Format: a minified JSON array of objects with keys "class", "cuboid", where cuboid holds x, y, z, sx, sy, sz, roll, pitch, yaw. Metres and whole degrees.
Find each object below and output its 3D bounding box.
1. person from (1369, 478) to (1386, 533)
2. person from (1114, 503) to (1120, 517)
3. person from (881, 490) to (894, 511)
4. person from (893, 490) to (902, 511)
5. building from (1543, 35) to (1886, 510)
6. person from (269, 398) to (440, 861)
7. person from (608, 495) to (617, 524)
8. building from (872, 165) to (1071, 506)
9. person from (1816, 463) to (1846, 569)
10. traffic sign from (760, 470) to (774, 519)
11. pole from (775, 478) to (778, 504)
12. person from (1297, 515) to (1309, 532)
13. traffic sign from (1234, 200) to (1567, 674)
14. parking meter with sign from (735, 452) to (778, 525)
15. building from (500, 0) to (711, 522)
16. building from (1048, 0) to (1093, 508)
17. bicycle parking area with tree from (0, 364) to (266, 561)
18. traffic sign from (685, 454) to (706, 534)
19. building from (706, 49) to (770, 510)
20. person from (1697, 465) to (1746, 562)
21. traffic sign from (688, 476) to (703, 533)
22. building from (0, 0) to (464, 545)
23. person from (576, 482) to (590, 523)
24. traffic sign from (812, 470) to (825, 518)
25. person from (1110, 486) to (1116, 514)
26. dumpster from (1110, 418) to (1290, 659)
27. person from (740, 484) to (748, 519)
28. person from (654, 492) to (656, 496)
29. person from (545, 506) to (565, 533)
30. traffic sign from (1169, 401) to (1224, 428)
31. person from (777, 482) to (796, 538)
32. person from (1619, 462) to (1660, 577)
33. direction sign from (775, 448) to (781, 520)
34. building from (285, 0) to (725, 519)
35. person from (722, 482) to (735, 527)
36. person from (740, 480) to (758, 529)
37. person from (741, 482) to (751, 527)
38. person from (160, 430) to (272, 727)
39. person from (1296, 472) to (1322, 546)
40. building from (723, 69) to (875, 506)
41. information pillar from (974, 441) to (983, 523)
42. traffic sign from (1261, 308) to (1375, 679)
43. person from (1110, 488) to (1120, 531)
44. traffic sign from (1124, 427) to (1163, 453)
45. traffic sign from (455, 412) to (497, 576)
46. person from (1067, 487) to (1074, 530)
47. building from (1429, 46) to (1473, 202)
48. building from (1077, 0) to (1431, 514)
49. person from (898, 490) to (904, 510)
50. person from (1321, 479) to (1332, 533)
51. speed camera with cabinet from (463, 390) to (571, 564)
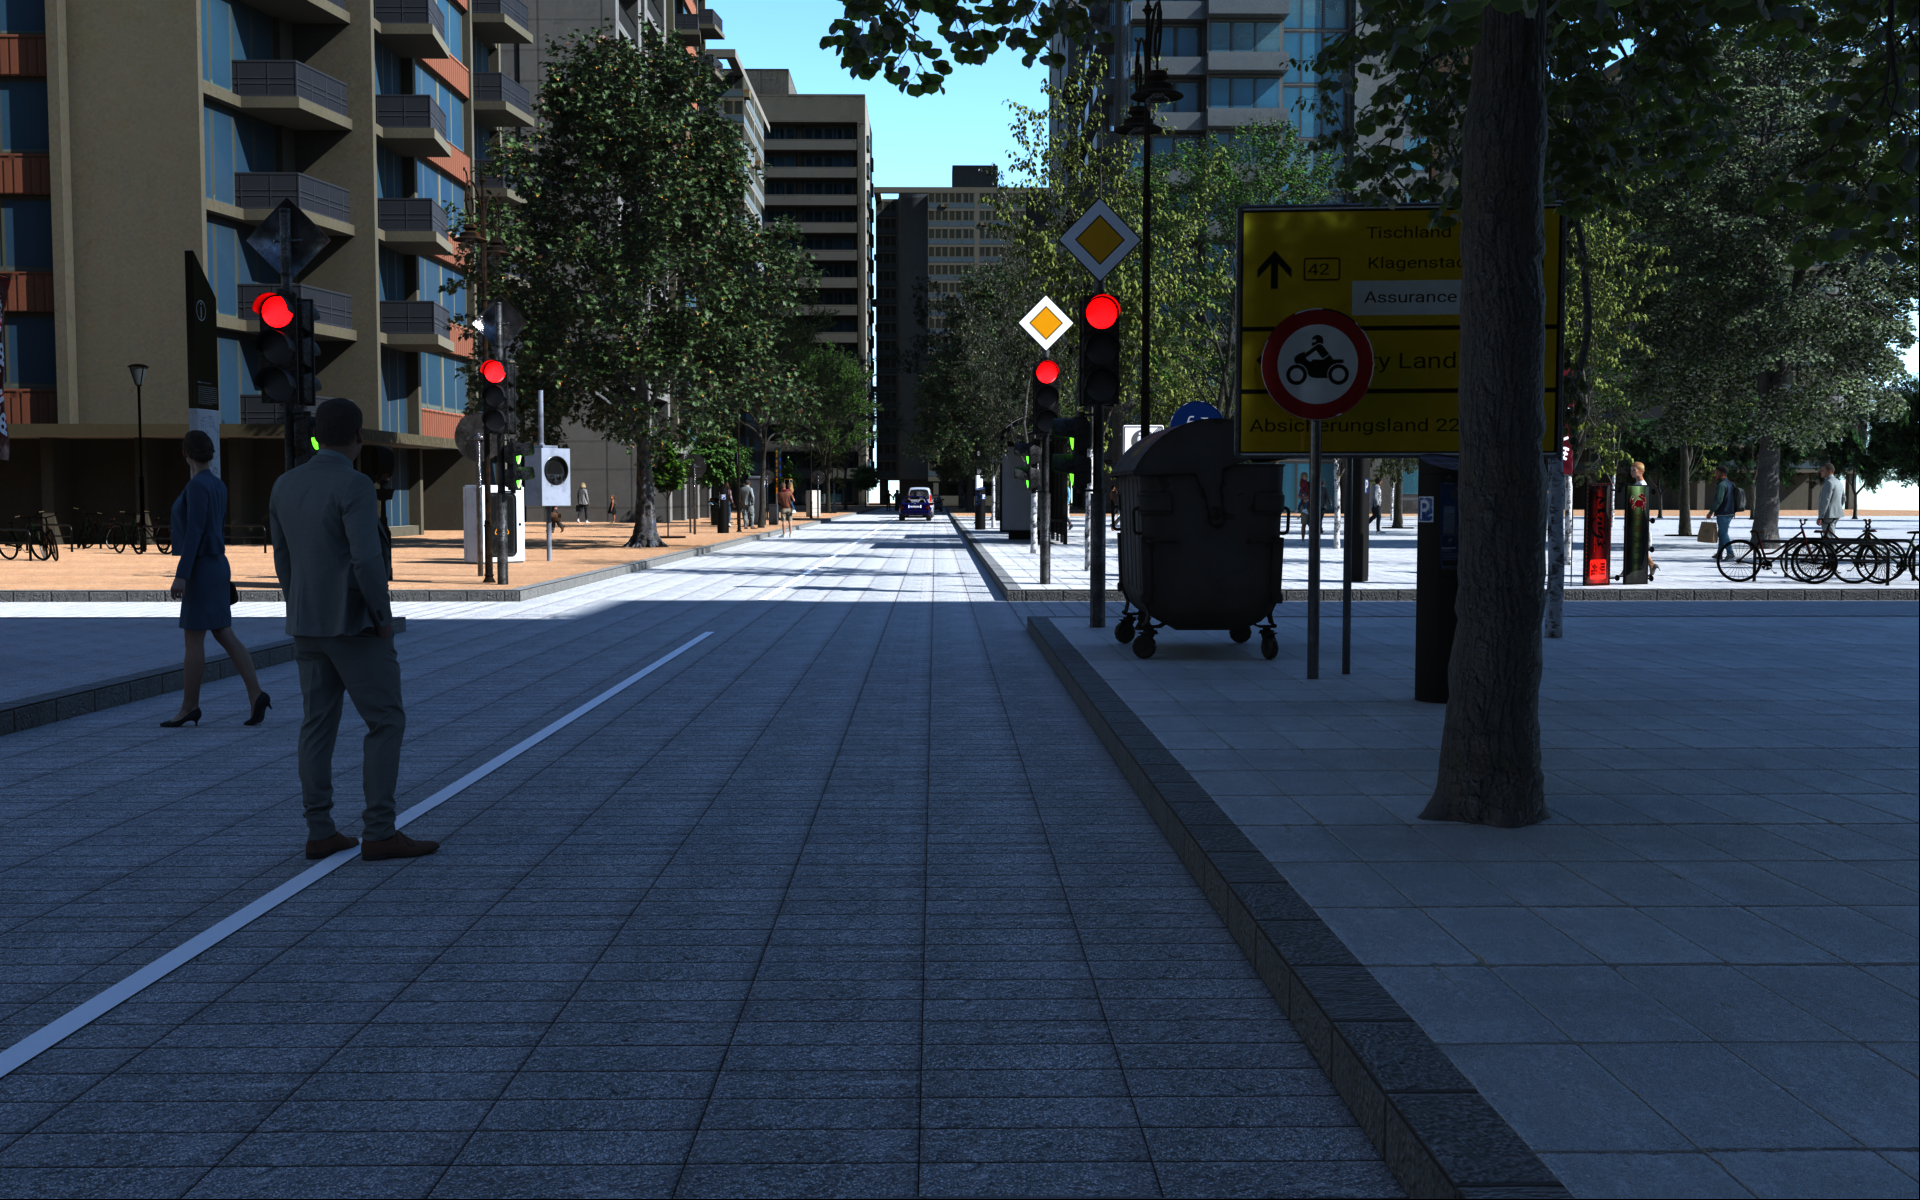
[{"class":"person","cuboid":[13.480,-3.092,56.449,0.795,1.843,0.661,0,4,6]},{"class":"person","cuboid":[8.995,-5.552,98.628,0.589,1.601,0.330,3,5,45]},{"class":"person","cuboid":[-6.032,-8.321,145.070,1.217,1.766,0.721,2,4,24]},{"class":"person","cuboid":[-5.430,-8.616,149.459,0.705,1.814,1.350,-3,4,-37]},{"class":"building","cuboid":[63.541,-28.183,152.673,23.993,40.220,32.217,0,4,-1]},{"class":"person","cuboid":[-2.442,0.108,6.837,0.635,1.810,0.391,1,4,22]},{"class":"person","cuboid":[-15.166,-3.963,75.512,0.373,1.253,0.362,0,4,-3]},{"class":"building","cuboid":[1.724,-31.532,207.427,23.993,40.220,32.217,0,4,-1]},{"class":"person","cuboid":[14.830,-1.430,29.521,0.391,1.810,0.635,3,4,38]},{"class":"traffic sign","cuboid":[-10.078,-5.525,90.431,0.768,2.556,0.104,0,4,1]},{"class":"pole","cuboid":[-10.536,-6.473,99.680,0.158,3.312,0.155,0,3,0]},{"class":"person","cuboid":[11.878,-2.872,58.499,1.012,1.151,0.738,-1,4,-15]},{"class":"traffic sign","cuboid":[3.076,-1.122,12.217,2.265,3.308,0.079,0,4,5]},{"class":"parking meter with sign","cuboid":[-8.453,-4.643,72.179,1.738,3.016,0.543,0,4,4]},{"class":"building","cuboid":[-23.666,-39.709,87.499,20.563,71.187,20.611,0,4,-1]},{"class":"building","cuboid":[22.066,-34.491,153.174,28.713,52.752,27.495,0,4,-1]},{"class":"bicycle parking area with tree","cuboid":[-19.626,-3.014,36.278,8.231,4.147,9.016,-3,5,-45]},{"class":"traffic sign","cuboid":[-8.450,-3.364,55.109,0.768,2.556,0.104,1,4,8]},{"class":"building","cuboid":[-29.154,-28.053,150.545,23.993,40.220,32.217,0,4,-1]},{"class":"person","cuboid":[14.427,-1.639,32.828,0.794,1.824,0.713,-2,4,-24]},{"class":"traffic sign","cuboid":[-8.878,-3.484,56.967,0.884,2.594,0.081,1,4,9]},{"class":"building","cuboid":[-26.560,-24.523,55.583,22.147,44.769,28.867,0,4,-1]},{"class":"person","cuboid":[-16.753,-4.307,76.642,0.709,1.800,0.728,2,4,26]},{"class":"traffic sign","cuboid":[-7.654,-5.700,93.293,0.768,2.556,0.104,0,4,5]},{"class":"person","cuboid":[9.720,-6.330,109.555,0.705,1.823,1.348,-1,4,-15]},{"class":"dumpster","cuboid":[1.936,-0.512,14.122,1.264,1.857,1.865,0,4,-1]},{"class":"person","cuboid":[-10.938,-5.006,87.990,0.635,1.810,0.391,0,4,-4]},{"class":"person","cuboid":[-11.987,-3.721,66.683,0.655,1.846,0.447,2,4,23]},{"class":"person","cuboid":[-13.390,-3.143,57.401,0.822,1.834,0.622,-3,5,-43]},{"class":"traffic sign","cuboid":[3.247,-1.448,23.773,0.768,2.556,0.104,0,4,6]},{"class":"person","cuboid":[-5.698,-2.981,57.217,0.573,1.828,0.580,3,5,39]},{"class":"person","cuboid":[10.491,-1.245,26.744,0.624,1.780,0.694,2,4,25]},{"class":"direction sign","cuboid":[-8.894,-5.671,84.719,0.379,3.537,0.876,1,4,12]},{"class":"building","cuboid":[-27.256,-28.047,113.188,22.147,44.769,28.867,0,4,-1]},{"class":"person","cuboid":[-9.033,-3.707,67.240,0.593,1.750,0.643,1,4,8]},{"class":"person","cuboid":[-7.801,-3.519,63.675,0.635,1.810,0.391,1,4,16]},{"class":"person","cuboid":[-8.391,-3.782,68.074,0.583,1.804,0.606,0,4,0]},{"class":"person","cuboid":[-4.599,-0.129,10.632,0.654,1.822,0.581,1,4,13]},{"class":"person","cuboid":[8.663,-2.273,43.176,0.580,1.828,0.573,-3,4,-36]},{"class":"building","cuboid":[-21.056,-35.340,201.515,21.600,48.544,21.300,0,4,-1]},{"class":"information pillar","cuboid":[0.828,-5.175,75.971,0.183,3.616,0.504,3,4,36]},{"class":"traffic sign","cuboid":[2.453,-0.725,11.961,0.768,2.556,0.104,0,4,6]},{"class":"person","cuboid":[5.598,-3.293,59.846,0.822,1.834,0.622,0,4,2]},{"class":"traffic sign","cuboid":[2.714,-1.444,25.736,0.606,2.300,0.079,0,4,2]},{"class":"traffic sign","cuboid":[-7.492,-1.644,26.982,0.768,2.556,0.104,0,4,3]},{"class":"person","cuboid":[3.762,-3.407,61.611,0.748,1.841,0.638,-1,4,-20]},{"class":"building","cuboid":[44.193,-31.215,160.471,14.200,45.320,14.600,0,4,-1]},{"class":"building","cuboid":[20.160,-30.870,124.336,23.786,49.044,30.456,0,4,-1]},{"class":"person","cuboid":[-5.725,-9.279,160.227,1.348,1.822,0.705,-3,4,-37]},{"class":"person","cuboid":[11.841,-3.070,56.636,0.661,1.777,0.834,2,4,33]},{"class":"speed camera with cabinet","cuboid":[-8.273,-2.327,32.388,0.660,3.252,2.038,3,5,40]}]
